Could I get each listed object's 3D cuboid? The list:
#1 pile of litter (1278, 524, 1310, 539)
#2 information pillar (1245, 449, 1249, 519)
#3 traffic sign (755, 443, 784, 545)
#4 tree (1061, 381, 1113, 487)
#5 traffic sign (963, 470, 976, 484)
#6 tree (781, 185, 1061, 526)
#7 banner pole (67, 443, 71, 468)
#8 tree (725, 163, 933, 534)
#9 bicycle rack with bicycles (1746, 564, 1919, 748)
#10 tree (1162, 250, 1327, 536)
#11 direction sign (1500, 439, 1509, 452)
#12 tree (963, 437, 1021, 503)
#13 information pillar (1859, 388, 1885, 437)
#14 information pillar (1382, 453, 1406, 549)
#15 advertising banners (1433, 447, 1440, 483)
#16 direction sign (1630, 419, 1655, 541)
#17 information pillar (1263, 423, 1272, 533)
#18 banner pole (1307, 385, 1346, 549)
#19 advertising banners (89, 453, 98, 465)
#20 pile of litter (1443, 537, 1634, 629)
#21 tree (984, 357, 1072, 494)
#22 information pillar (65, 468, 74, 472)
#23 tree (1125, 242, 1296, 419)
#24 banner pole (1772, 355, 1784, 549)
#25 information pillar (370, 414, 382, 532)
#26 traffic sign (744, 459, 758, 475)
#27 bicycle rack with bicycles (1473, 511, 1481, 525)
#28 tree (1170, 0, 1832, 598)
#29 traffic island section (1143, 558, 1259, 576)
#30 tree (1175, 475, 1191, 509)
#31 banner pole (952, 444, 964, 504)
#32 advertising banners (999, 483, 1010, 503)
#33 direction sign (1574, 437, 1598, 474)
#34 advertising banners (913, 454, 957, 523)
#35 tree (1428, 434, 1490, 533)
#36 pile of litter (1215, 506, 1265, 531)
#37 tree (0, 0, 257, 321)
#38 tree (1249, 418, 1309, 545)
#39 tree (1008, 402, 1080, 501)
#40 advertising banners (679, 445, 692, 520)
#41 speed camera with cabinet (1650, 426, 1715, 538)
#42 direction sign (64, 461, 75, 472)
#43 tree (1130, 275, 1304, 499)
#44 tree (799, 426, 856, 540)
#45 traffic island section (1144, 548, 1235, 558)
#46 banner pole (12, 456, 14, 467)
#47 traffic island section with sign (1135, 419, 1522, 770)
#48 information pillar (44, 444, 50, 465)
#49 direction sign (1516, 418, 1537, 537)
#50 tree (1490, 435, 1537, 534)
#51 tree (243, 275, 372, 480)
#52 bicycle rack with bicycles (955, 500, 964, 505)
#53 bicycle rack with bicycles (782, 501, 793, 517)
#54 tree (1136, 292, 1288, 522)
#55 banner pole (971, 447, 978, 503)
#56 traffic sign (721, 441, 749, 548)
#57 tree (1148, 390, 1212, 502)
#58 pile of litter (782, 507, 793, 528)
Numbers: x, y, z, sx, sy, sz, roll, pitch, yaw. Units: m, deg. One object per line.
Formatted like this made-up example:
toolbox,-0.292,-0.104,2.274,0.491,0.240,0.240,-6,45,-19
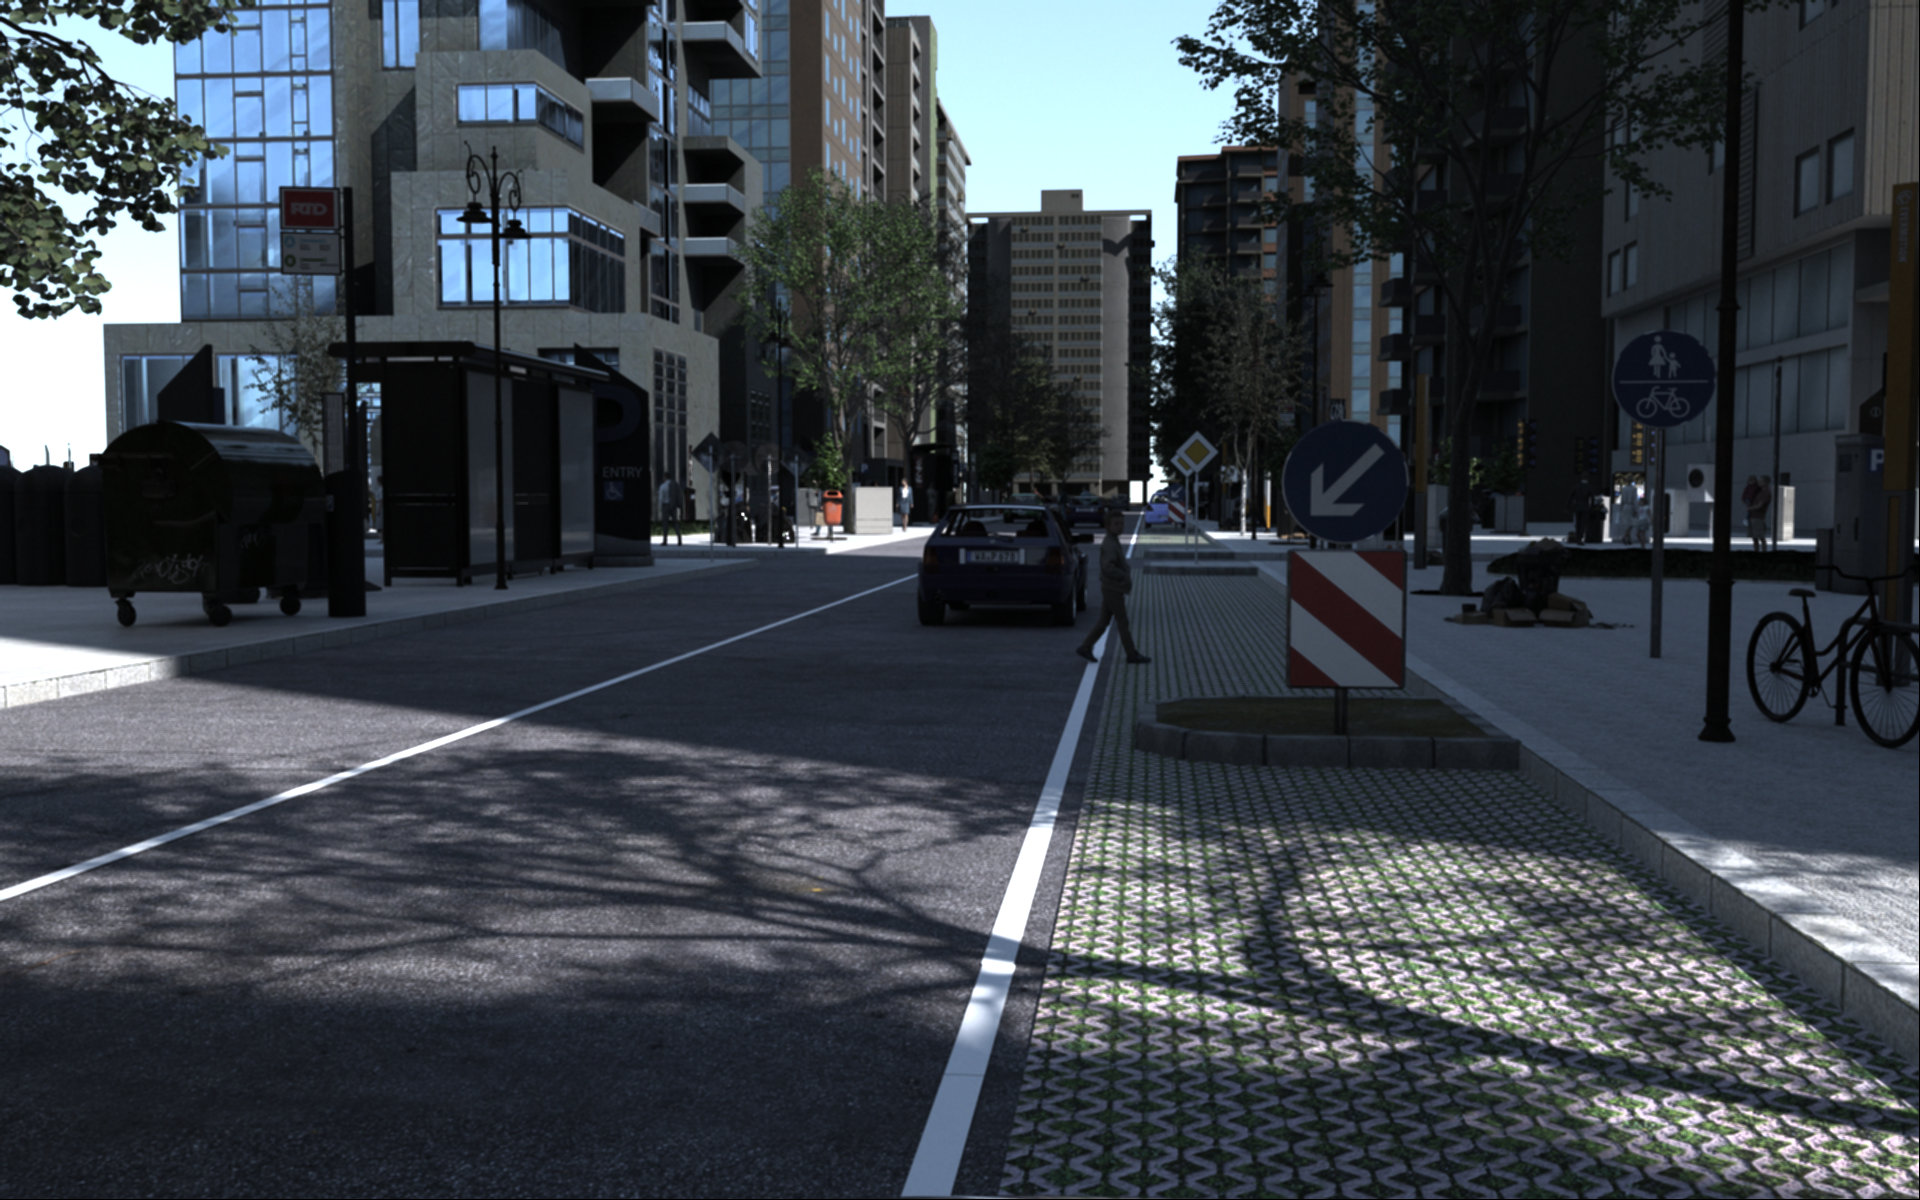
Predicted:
pile of litter,9.955,-2.177,49.563,1.176,0.858,1.719,-3,4,-38
information pillar,14.868,-5.976,89.059,0.504,3.616,0.183,3,5,40
traffic sign,-4.781,-2.650,43.427,0.768,2.556,0.104,1,4,14
tree,3.230,-12.814,119.883,12.009,13.543,11.850,0,3,0
traffic sign,0.487,-5.589,91.479,0.768,2.556,0.104,1,4,16
tree,-2.079,-9.732,69.489,12.009,13.543,11.850,0,3,0
banner pole,-43.571,-5.800,84.851,0.401,3.779,0.863,-1,4,-19
tree,-3.774,-7.954,55.802,9.928,11.665,9.643,0,3,0
bicycle rack with bicycles,5.637,0.295,8.555,2.852,0.926,2.925,0,4,1
tree,8.920,-6.304,53.425,4.360,8.622,3.978,0,3,0
direction sign,22.447,-4.862,71.490,0.379,3.537,0.876,0,4,-6
tree,1.843,-7.053,99.030,4.285,4.588,4.351,0,3,0
information pillar,19.909,-2.844,37.860,0.504,3.616,0.183,3,5,40
information pillar,7.693,-1.606,30.746,0.304,2.012,0.304,3,4,36
advertising banners,17.889,-4.126,63.643,0.090,3.025,2.074,-1,4,-15
direction sign,18.878,-3.406,47.681,0.876,3.537,0.379,0,4,-4
information pillar,10.155,-4.028,57.210,0.183,3.616,0.504,0,4,-5
banner pole,8.563,-3.055,39.962,0.863,3.779,0.401,-2,4,-26
advertising banners,-37.718,-4.762,74.050,2.074,3.025,0.090,0,4,-1
pile of litter,5.671,-0.185,16.997,1.719,0.858,1.176,3,5,45
tree,5.511,-13.717,142.400,7.486,12.596,7.792,0,3,0
information pillar,-24.955,-2.688,48.444,0.304,2.012,0.304,-1,4,-14
tree,18.467,-16.659,128.262,12.611,20.169,13.585,0,3,0
banner pole,14.668,-2.515,31.144,0.401,3.779,0.863,2,4,30
information pillar,-17.008,-3.623,50.596,0.504,3.616,0.183,2,4,29
traffic sign,-6.035,-2.939,48.059,0.884,2.594,0.081,1,4,12
bicycle rack with bicycles,19.104,-3.356,68.248,2.925,0.926,2.852,-2,4,-24
tree,6.468,-5.860,21.569,9.928,11.665,9.643,0,3,0
traffic island section,4.367,-0.577,31.709,2.009,0.180,2.903,0,4,6
tree,19.146,-9.404,148.354,1.663,3.219,1.824,0,3,0
banner pole,-0.081,-5.946,87.238,0.863,3.779,0.401,2,4,31
advertising banners,2.444,-6.945,109.742,2.074,3.025,0.090,-2,4,-32
direction sign,24.778,-4.685,68.590,0.876,3.537,0.379,2,4,32
advertising banners,-1.109,-4.904,76.376,2.074,3.025,0.090,1,4,18
tree,14.266,-3.395,50.114,1.663,3.219,1.824,0,3,0
pile of litter,9.776,-2.839,60.384,1.719,0.858,1.176,1,4,18
tree,-8.472,-6.316,9.929,9.857,13.997,8.962,0,3,0
tree,8.444,-3.019,43.967,1.663,3.219,1.824,0,3,0
tree,7.009,-13.372,153.046,7.601,10.594,8.767,-1,4,-10
advertising banners,-9.658,-3.971,61.113,0.090,3.025,2.074,0,4,4
speed camera with cabinet,21.202,-3.448,50.711,0.660,3.252,2.038,-2,4,-24
direction sign,-61.252,-7.779,119.188,0.379,3.537,0.876,1,4,16
tree,15.003,-11.855,100.482,9.857,13.997,8.962,0,3,0
tree,-3.592,-3.310,48.716,1.663,3.219,1.824,0,3,0
traffic island section,5.229,-1.062,39.648,2.009,0.180,2.903,0,4,6
banner pole,-62.290,-7.566,113.723,0.401,3.779,0.863,1,4,13
traffic island section with sign,2.015,-0.081,9.956,1.989,1.847,2.006,0,4,6
information pillar,-42.774,-5.496,81.218,0.183,3.616,0.504,-3,5,-41
direction sign,17.002,-3.673,52.051,0.876,3.537,0.379,-2,4,-34
tree,17.862,-3.800,56.725,1.663,3.219,1.824,0,3,0
tree,-20.780,-6.459,55.974,4.360,8.622,3.978,0,3,0
bicycle rack with bicycles,-0.436,-6.135,113.692,2.925,0.926,2.852,3,4,38
bicycle rack with bicycles,-10.351,-5.098,96.737,2.852,0.926,2.925,1,4,17
tree,11.712,-8.947,80.703,7.601,10.594,8.767,0,4,3
banner pole,0.794,-6.250,92.197,0.401,3.779,0.863,-2,4,-33
traffic sign,-5.418,-2.529,41.456,0.768,2.556,0.104,1,4,9
tree,23.098,-16.116,181.621,7.486,12.596,7.792,0,3,0
pile of litter,-6.641,-2.925,61.793,1.176,0.858,1.719,3,5,39
